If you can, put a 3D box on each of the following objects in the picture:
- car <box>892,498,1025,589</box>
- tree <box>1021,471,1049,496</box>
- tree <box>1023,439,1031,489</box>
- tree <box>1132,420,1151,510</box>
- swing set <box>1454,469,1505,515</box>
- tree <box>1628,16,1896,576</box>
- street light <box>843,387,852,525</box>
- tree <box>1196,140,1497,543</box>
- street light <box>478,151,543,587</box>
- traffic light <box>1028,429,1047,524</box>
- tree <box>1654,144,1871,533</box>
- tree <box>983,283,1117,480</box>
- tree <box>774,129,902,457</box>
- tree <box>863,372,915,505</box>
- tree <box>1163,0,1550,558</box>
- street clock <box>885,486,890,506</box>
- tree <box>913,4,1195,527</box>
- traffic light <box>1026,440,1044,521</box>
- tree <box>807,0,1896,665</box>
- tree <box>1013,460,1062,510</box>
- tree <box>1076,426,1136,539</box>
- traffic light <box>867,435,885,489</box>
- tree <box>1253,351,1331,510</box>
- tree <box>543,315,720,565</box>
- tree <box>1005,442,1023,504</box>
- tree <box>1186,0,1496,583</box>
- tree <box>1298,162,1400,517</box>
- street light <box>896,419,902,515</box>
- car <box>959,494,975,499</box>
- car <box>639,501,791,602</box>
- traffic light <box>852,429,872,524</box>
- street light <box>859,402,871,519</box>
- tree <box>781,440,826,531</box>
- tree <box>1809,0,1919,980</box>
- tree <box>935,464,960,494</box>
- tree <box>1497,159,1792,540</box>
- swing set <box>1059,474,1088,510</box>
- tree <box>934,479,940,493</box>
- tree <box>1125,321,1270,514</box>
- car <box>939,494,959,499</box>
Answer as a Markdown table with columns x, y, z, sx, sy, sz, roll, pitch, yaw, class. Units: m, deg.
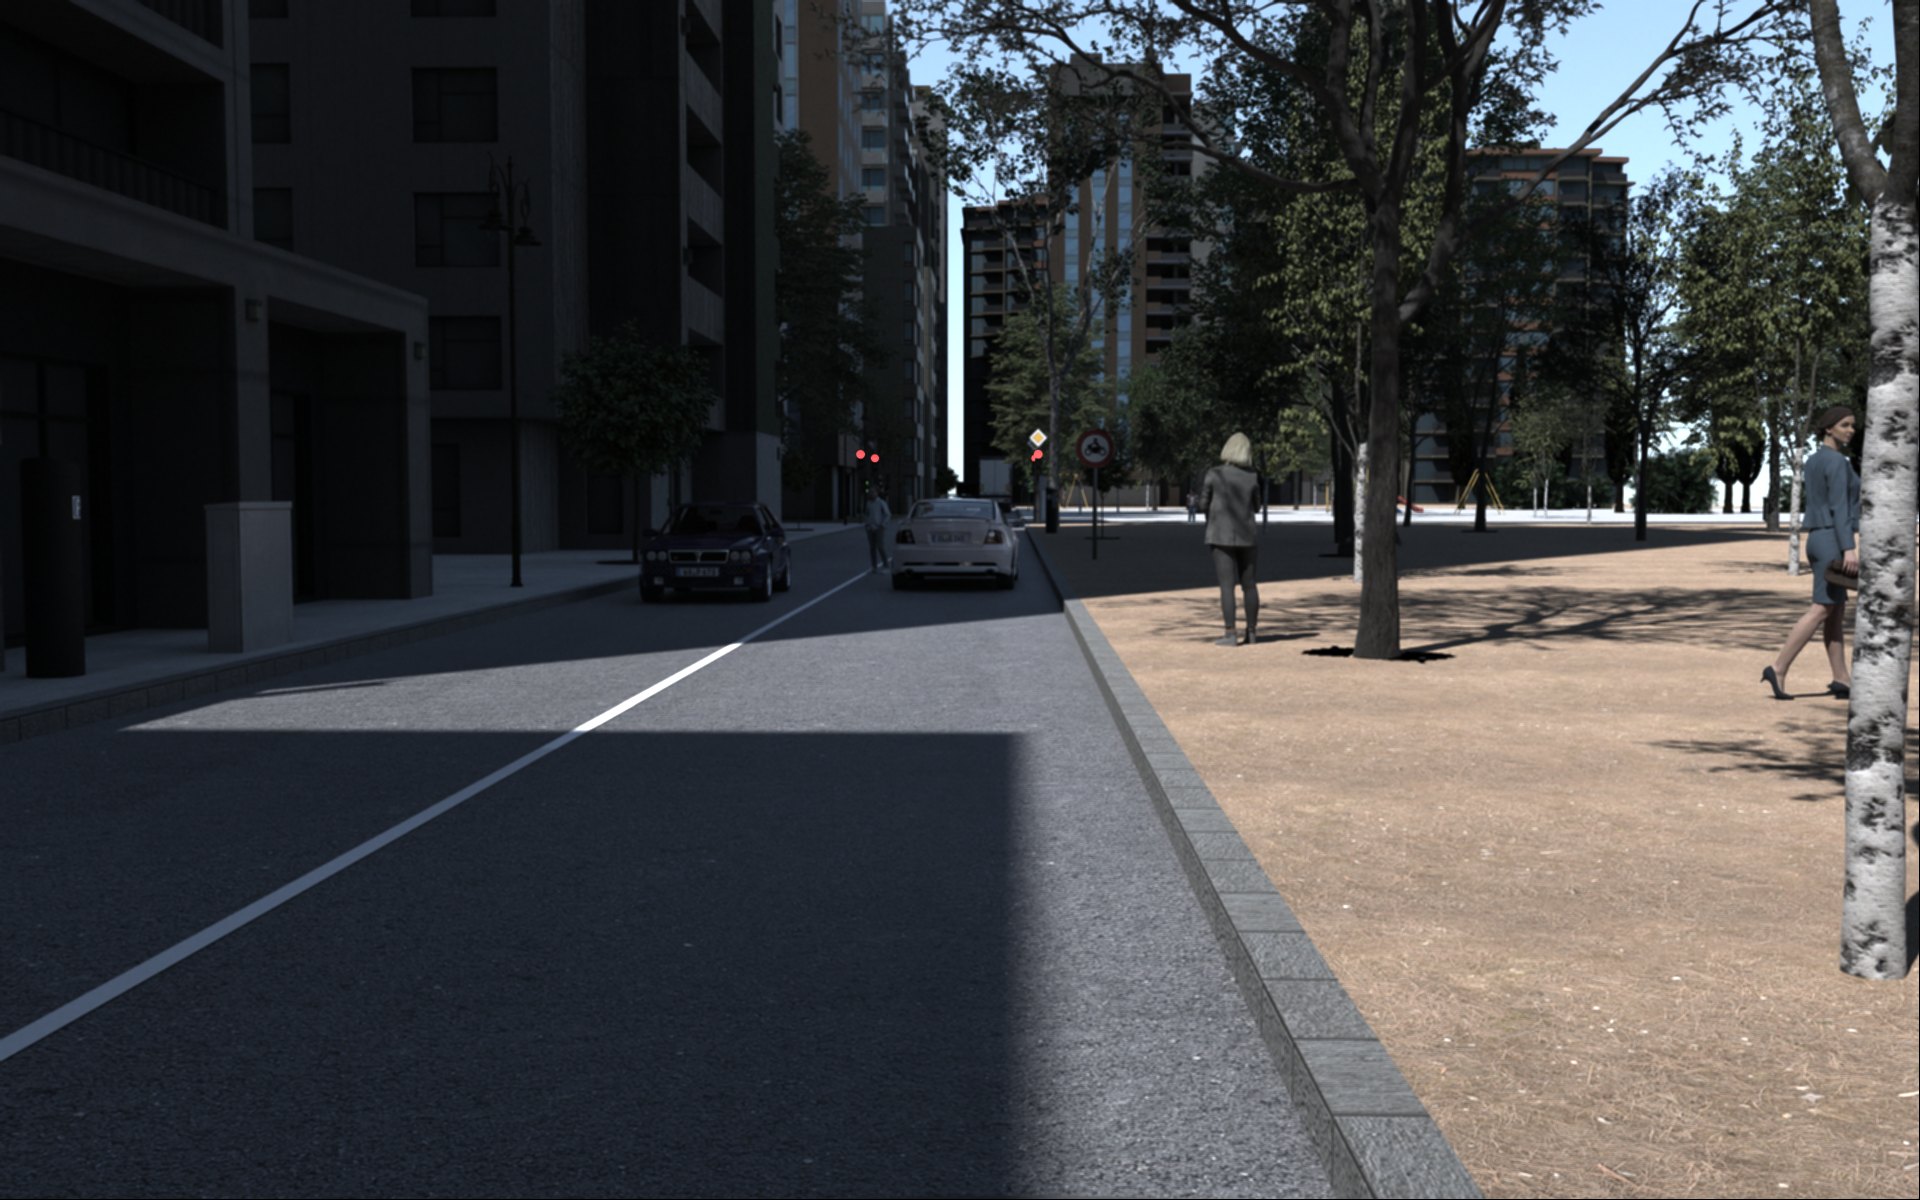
| x | y | z | sx | sy | sz | roll | pitch | yaw | class |
| --- | --- | --- | --- | --- | --- | --- | --- | --- | --- |
| -0.025 | -0.925 | 27.494 | 2.083 | 1.381 | 4.827 | 0 | 4 | 3 | car |
| 5.720 | -7.948 | 124.552 | 1.663 | 3.219 | 1.824 | 0 | 3 | 0 | tree |
| 8.676 | -12.520 | 155.067 | 4.737 | 8.622 | 4.395 | 0 | 3 | 0 | tree |
| 15.124 | -11.509 | 138.539 | 4.737 | 8.622 | 4.395 | 0 | 3 | 0 | tree |
| 32.506 | -6.769 | 108.299 | 2.862 | 2.851 | 3.119 | 1 | 4 | 11 | swing set |
| 13.109 | -4.707 | 27.323 | 4.737 | 8.622 | 4.395 | 0 | 3 | 0 | tree |
| -4.751 | -6.050 | 71.708 | 0.468 | 5.910 | 1.993 | 0 | 4 | 2 | street light |
| 9.628 | -6.773 | 45.153 | 7.601 | 10.594 | 8.767 | 1 | 4 | 13 | tree |
| -6.144 | -3.121 | 23.822 | 0.468 | 5.910 | 1.993 | 0 | 4 | 2 | street light |
| 3.329 | -5.222 | 74.292 | 0.839 | 4.253 | 0.868 | 0 | 4 | 2 | traffic light |
| 26.639 | -8.503 | 57.145 | 7.486 | 12.596 | 7.792 | 0 | 3 | 0 | tree |
| 4.827 | -10.706 | 93.173 | 7.486 | 12.596 | 7.792 | 0 | 3 | 0 | tree |
| -5.695 | -8.296 | 53.772 | 7.486 | 12.596 | 7.792 | 0 | 3 | 0 | tree |
| -4.437 | -9.331 | 102.928 | 4.737 | 8.622 | 4.395 | 0 | 3 | 0 | tree |
| 7.985 | -6.687 | 35.092 | 9.928 | 11.665 | 9.643 | 0 | 3 | 0 | tree |
| -4.026 | -5.449 | 93.665 | 0.471 | 2.002 | 0.358 | 1 | 4 | 19 | street clock |
| 4.916 | -12.895 | 66.716 | 12.611 | 20.169 | 13.585 | 0 | 3 | 0 | tree |
| 3.552 | -5.710 | 82.274 | 0.839 | 4.253 | 0.868 | 0 | 4 | 2 | traffic light |
| 3.411 | -6.296 | 13.304 | 12.009 | 13.543 | 11.850 | 0 | 3 | 0 | tree |
| 6.740 | -9.738 | 142.934 | 4.285 | 4.588 | 4.351 | 0 | 3 | 0 | tree |
| 4.226 | -3.369 | 49.685 | 1.663 | 3.219 | 1.824 | 0 | 3 | 0 | tree |
| -4.007 | -5.722 | 82.469 | 0.839 | 4.253 | 0.868 | 0 | 4 | 2 | traffic light |
| 26.896 | -13.326 | 136.013 | 7.486 | 12.596 | 7.792 | 0 | 3 | 0 | tree |
| -6.062 | -2.950 | 31.953 | 4.285 | 4.588 | 4.351 | 0 | 3 | 0 | tree |
| 7.633 | -16.161 | 214.597 | 4.737 | 8.622 | 4.395 | 0 | 3 | 0 | tree |
| 5.667 | -4.562 | 24.950 | 4.737 | 8.622 | 4.395 | 0 | 3 | 0 | tree |
| 20.018 | -14.673 | 95.792 | 12.611 | 20.169 | 13.585 | 0 | 3 | 0 | tree |
| -3.755 | -8.228 | 107.313 | 0.468 | 5.910 | 1.993 | 0 | 4 | 2 | street light |
| 0.682 | -10.903 | 190.265 | 2.014 | 1.417 | 4.499 | 0 | 4 | 1 | car |
| -3.380 | -0.715 | 24.269 | 1.945 | 1.354 | 3.894 | 0 | 4 | 0 | car |
| -4.229 | -5.233 | 74.487 | 0.839 | 4.253 | 0.868 | 0 | 4 | 2 | traffic light |
| -4.520 | -6.724 | 82.727 | 0.468 | 5.910 | 1.993 | 0 | 4 | 2 | street light |
| -5.783 | -4.045 | 60.731 | 1.663 | 3.219 | 1.824 | 0 | 3 | 0 | tree |
| 2.676 | -3.300 | 4.313 | 4.360 | 8.622 | 3.978 | 0 | 3 | 0 | tree |
| -2.239 | -13.625 | 206.486 | 4.285 | 4.588 | 4.351 | 0 | 3 | 0 | tree |
| 19.169 | -6.929 | 47.701 | 7.601 | 10.594 | 8.767 | -1 | 4 | -21 | tree |
| 8.162 | -8.600 | 138.222 | 3.119 | 2.851 | 2.862 | -3 | 4 | -36 | swing set |
| -2.761 | -10.672 | 169.091 | 1.663 | 3.219 | 1.824 | 0 | 3 | 0 | tree |
| 15.451 | -11.958 | 112.516 | 9.611 | 12.733 | 9.660 | 0 | 3 | 0 | tree |
| -0.708 | -6.308 | 113.360 | 2.015 | 1.641 | 3.980 | 0 | 4 | 0 | car |
